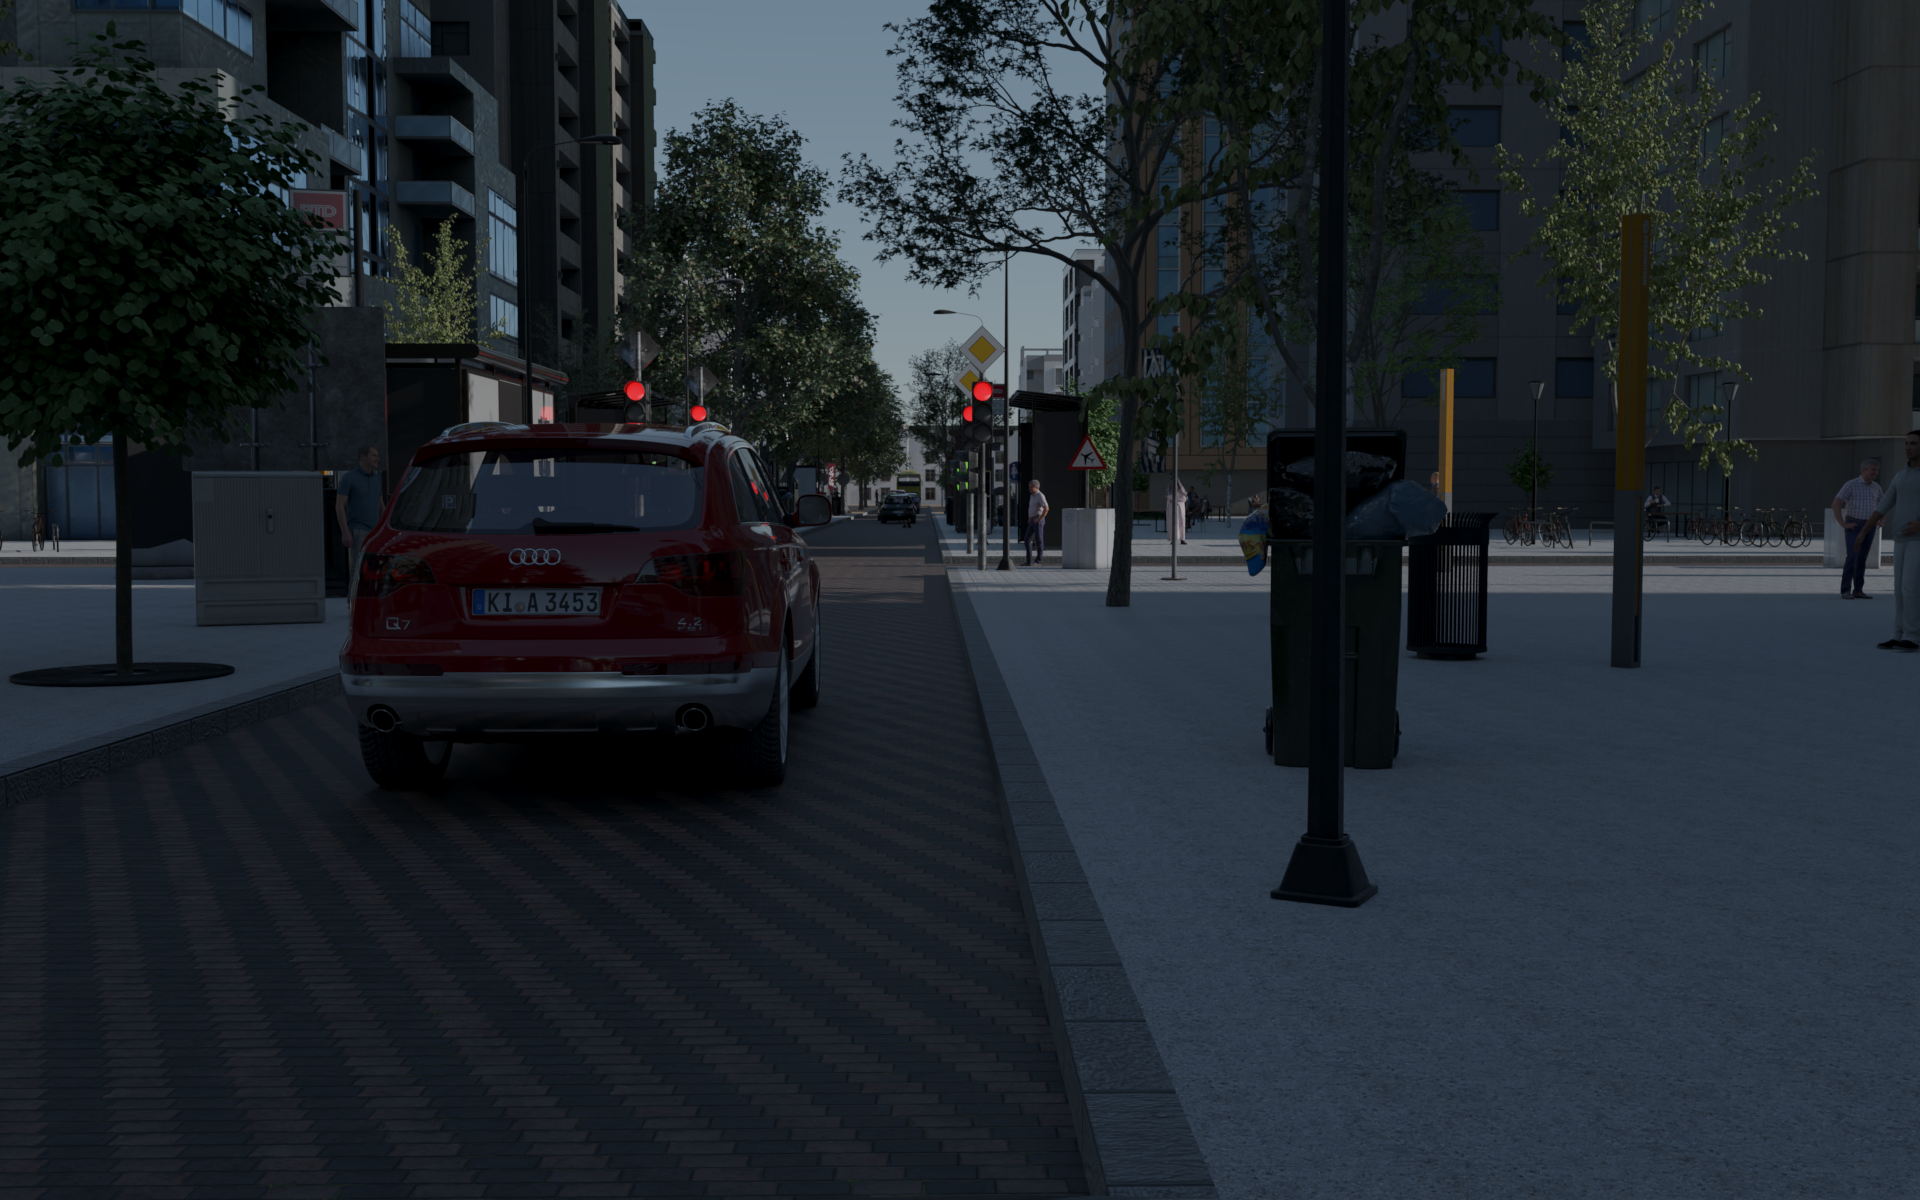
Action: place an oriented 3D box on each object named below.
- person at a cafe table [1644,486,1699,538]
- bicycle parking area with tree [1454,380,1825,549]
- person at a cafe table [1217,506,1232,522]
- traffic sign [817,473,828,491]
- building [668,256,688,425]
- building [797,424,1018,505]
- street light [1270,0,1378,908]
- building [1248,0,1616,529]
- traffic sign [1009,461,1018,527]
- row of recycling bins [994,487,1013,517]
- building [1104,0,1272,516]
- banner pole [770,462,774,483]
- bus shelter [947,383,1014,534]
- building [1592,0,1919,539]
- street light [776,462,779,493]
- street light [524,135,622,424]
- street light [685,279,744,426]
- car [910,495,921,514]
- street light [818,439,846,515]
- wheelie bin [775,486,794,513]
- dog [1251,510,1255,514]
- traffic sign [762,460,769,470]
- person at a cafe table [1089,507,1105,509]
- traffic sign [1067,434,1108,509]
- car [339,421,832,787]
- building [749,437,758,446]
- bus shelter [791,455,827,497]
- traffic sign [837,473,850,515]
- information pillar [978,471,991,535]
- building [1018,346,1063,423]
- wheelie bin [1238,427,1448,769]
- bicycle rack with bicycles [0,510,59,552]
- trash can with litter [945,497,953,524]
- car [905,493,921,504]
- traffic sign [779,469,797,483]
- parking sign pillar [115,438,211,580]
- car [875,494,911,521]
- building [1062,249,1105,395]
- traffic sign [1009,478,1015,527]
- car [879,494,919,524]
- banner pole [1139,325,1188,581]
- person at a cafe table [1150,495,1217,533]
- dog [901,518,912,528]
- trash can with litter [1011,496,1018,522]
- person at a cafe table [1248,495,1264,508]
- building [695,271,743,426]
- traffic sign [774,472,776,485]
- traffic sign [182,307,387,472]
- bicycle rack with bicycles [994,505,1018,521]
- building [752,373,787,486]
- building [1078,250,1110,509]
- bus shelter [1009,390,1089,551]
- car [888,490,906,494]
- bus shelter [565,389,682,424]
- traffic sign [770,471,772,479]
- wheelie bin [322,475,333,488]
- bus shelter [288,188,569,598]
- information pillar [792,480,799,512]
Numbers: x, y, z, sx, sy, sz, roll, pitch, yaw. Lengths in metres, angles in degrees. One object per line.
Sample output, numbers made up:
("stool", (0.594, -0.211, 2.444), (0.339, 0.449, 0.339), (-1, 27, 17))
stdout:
("person at a cafe table", (20.852, -2.634, 51.589), (1.698, 1.524, 1.622), (0, 4, 4))
("bicycle parking area with tree", (17.130, -3.488, 44.028), (8.231, 4.147, 9.016), (0, 4, 7))
("person at a cafe table", (11.509, -4.234, 80.089), (1.698, 1.238, 1.726), (0, 4, -8))
("traffic sign", (-8.336, -6.465, 105.804), (0.768, 2.556, 0.104), (0, 4, 2))
("building", (-26.327, -16.019, 118.322), (16.016, 20.091, 11.380), (0, 4, -1))
("building", (-6.339, -16.509, 212.076), (28.070, 9.664, 9.099), (0, 4, -1))
("street light", (0.626, -2.007, 5.361), (1.470, 5.913, 1.316), (0, 4, -1))
("building", (24.485, -32.628, 75.464), (21.231, 58.520, 28.212), (0, 4, -1))
("traffic sign", (2.191, -4.120, 67.474), (0.768, 2.556, 0.104), (0, 4, 2))
("row of recycling bins", (2.444, -5.470, 96.543), (1.069, 1.692, 3.534), (0, 4, 7))
("building", (16.414, -27.814, 104.869), (14.600, 45.320, 14.200), (0, 4, -1))
("banner pole", (-9.919, -6.085, 89.500), (0.863, 3.779, 0.401), (3, 4, 37))
("bus shelter", (0.644, -5.062, 60.390), (2.179, 5.291, 8.768), (0, 4, -1))
("building", (29.281, -22.610, 53.261), (14.086, 41.232, 14.154), (0, 4, -1))
("street light", (-5.814, -5.359, 60.156), (1.470, 5.913, 1.316), (0, 4, -1))
("street light", (-5.068, -3.058, 22.535), (1.470, 5.913, 1.316), (0, 4, -1))
("street light", (-5.366, -3.973, 37.506), (1.470, 5.913, 1.316), (0, 4, -1))
("car", (-3.797, -6.869, 124.896), (1.945, 1.354, 3.894), (0, 4, -3))
("street light", (-6.266, -6.784, 83.453), (1.470, 5.913, 1.316), (0, 4, -1))
("wheelie bin", (-7.077, -3.712, 68.591), (0.980, 1.594, 0.693), (0, 4, -2))
("dog", (8.387, -2.131, 49.218), (0.513, 0.831, 0.800), (2, 4, 28))
("traffic sign", (-7.317, -3.830, 62.726), (0.768, 2.556, 0.104), (0, 4, 2))
("person at a cafe table", (5.167, -3.787, 72.772), (1.726, 1.238, 1.698), (0, 4, -1))
("traffic sign", (2.776, -2.313, 37.814), (0.884, 2.594, 0.081), (0, 4, 5))
("car", (-1.910, -0.083, 10.038), (2.281, 1.827, 5.304), (0, 4, -2))
("building", (-34.404, -14.141, 173.345), (28.070, 9.664, 9.099), (0, 4, -1))
("bus shelter", (-8.187, -5.962, 91.407), (2.014, 3.302, 5.546), (0, 4, -1))
("traffic sign", (-7.040, -6.396, 104.685), (0.768, 2.556, 0.104), (0, 4, 7))
("information pillar", (0.772, -3.057, 54.467), (0.304, 2.012, 0.304), (-2, 4, -25))
("building", (13.315, -21.969, 215.605), (11.380, 20.091, 16.016), (0, 4, -1))
("wheelie bin", (1.818, -0.022, 8.275), (0.980, 1.594, 0.693), (1, 4, 11))
("bicycle rack with bicycles", (-21.086, -1.517, 38.193), (2.852, 0.926, 2.925), (-2, 4, -29))
("trash can with litter", (-0.189, -3.729, 72.359), (0.624, 1.170, 1.055), (-2, 4, -29))
("car", (-4.255, -8.469, 148.065), (1.945, 1.707, 3.694), (0, 4, -2))
("traffic sign", (-8.152, -5.025, 82.158), (0.884, 2.594, 0.081), (0, 4, 1))
("parking sign pillar", (-12.166, -2.323, 26.456), (1.447, 3.967, 1.447), (-1, 4, -20))
("car", (-3.581, -5.061, 94.544), (2.131, 1.459, 4.920), (0, 4, -2))
("building", (23.253, -19.398, 161.138), (27.936, 21.610, 32.646), (0, 4, -1))
("traffic sign", (1.961, -4.014, 67.758), (0.606, 2.300, 0.079), (0, 4, 5))
("car", (-3.020, -4.626, 85.418), (2.009, 1.686, 4.222), (0, 4, -1))
("banner pole", (3.025, -2.195, 25.909), (0.863, 3.779, 0.401), (3, 5, 42))
("person at a cafe table", (7.457, -2.901, 58.295), (1.726, 1.238, 1.698), (-1, 4, -10))
("dog", (-2.300, -3.234, 73.072), (0.748, 0.427, 0.550), (-1, 4, -20))
("trash can with litter", (2.232, -4.018, 76.757), (1.678, 1.210, 2.233), (-2, 4, -28))
("person at a cafe table", (17.178, -5.338, 98.132), (1.726, 1.238, 1.698), (2, 4, 35))
("building", (-33.036, -18.148, 140.688), (27.936, 21.610, 32.646), (0, 4, -1))
("traffic sign", (-10.683, -6.010, 98.363), (0.768, 2.556, 0.104), (0, 4, 1))
("traffic sign", (-7.380, -1.530, 18.888), (2.265, 3.308, 0.079), (0, 4, 2))
("bicycle rack with bicycles", (2.403, -4.267, 83.143), (2.925, 0.926, 2.852), (3, 5, 45))
("building", (-38.203, -23.077, 221.279), (32.646, 21.610, 27.936), (0, 4, -1))
("building", (17.677, -17.287, 139.063), (16.016, 20.091, 11.380), (0, 4, -1))
("bus shelter", (2.072, -3.111, 42.149), (1.731, 3.624, 6.357), (0, 4, -1))
("car", (-5.593, -8.896, 154.121), (2.281, 1.827, 5.304), (0, 4, -2))
("bus shelter", (-7.894, -3.049, 41.137), (1.731, 3.624, 6.357), (0, 4, -1))
("traffic sign", (-9.428, -5.100, 83.488), (0.768, 2.556, 0.104), (0, 4, 5))
("wheelie bin", (-10.285, -1.247, 28.289), (0.693, 1.594, 0.980), (1, 4, 14))
("bus shelter", (-7.761, -2.929, 25.523), (2.179, 5.291, 8.768), (0, 4, -1))
("information pillar", (-8.354, -5.070, 87.382), (0.304, 2.012, 0.304), (2, 4, 34))
